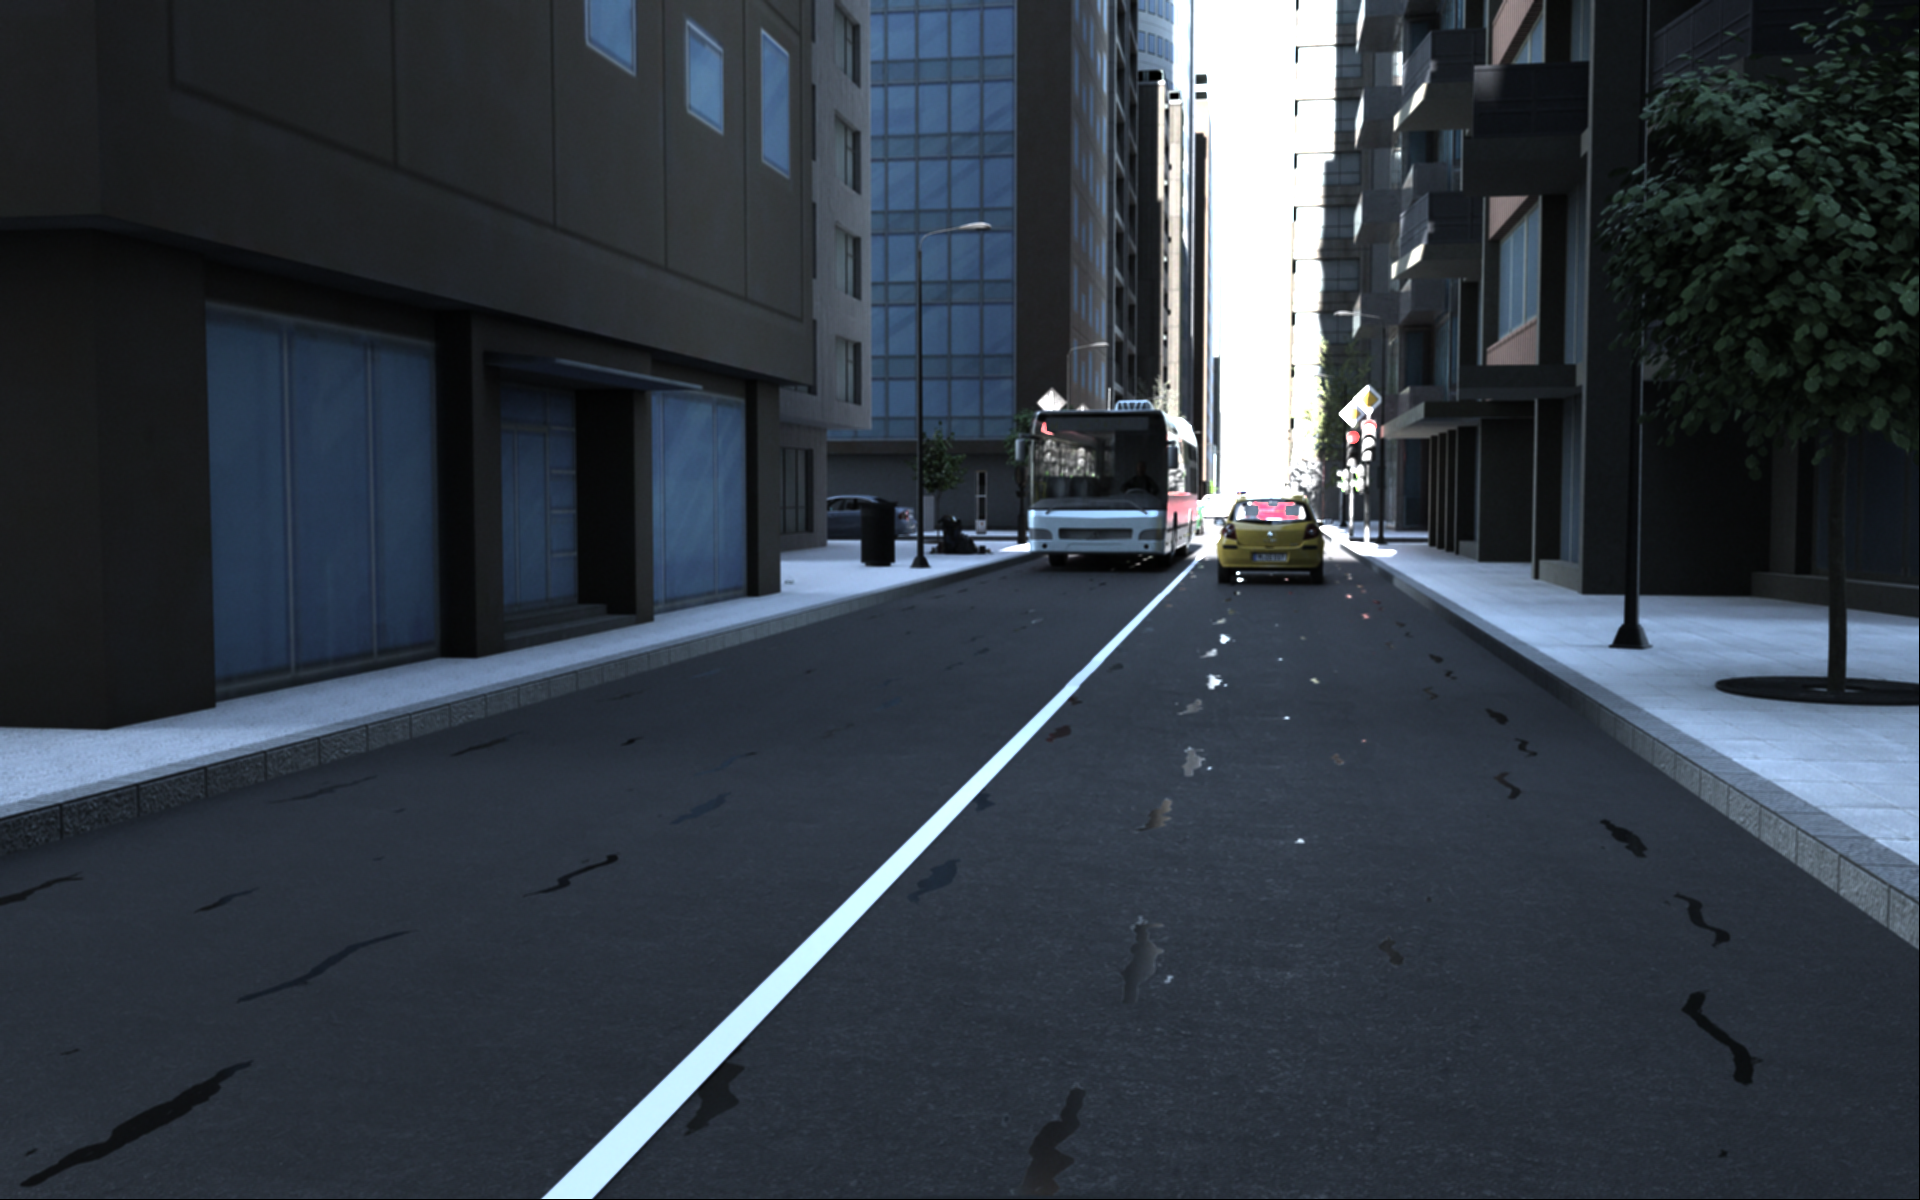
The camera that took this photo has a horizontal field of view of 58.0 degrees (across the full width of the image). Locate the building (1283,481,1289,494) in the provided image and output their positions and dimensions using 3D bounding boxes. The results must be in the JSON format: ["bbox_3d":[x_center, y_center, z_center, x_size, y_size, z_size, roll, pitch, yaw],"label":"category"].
[{"bbox_3d":[64.336,-34.397,254.278,32.217,40.220,23.993,1,4,10],"label":"building"}]

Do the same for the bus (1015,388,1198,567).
[{"bbox_3d":[3.510,-2.586,37.147,2.948,3.499,13.247,1,4,10],"label":"bus"}]

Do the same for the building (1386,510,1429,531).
[{"bbox_3d":[29.576,-26.968,60.530,30.456,49.044,23.786,1,4,10],"label":"building"}]

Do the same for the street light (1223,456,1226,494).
[{"bbox_3d":[31.371,-14.570,210.767,1.470,5.913,1.316,1,4,10],"label":"street light"}]

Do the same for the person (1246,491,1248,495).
[{"bbox_3d":[42.056,-14.975,253.276,0.705,1.831,1.348,3,4,38],"label":"person"}]

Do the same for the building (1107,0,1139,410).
[{"bbox_3d":[1.091,-39.925,91.025,20.563,71.187,20.611,1,4,10],"label":"building"}]

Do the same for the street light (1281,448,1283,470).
[{"bbox_3d":[27.603,-10.457,143.518,1.470,5.913,1.316,1,4,10],"label":"street light"}]

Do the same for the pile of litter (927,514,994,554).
[{"bbox_3d":[-0.080,-1.431,37.364,1.176,0.858,1.719,-3,5,-45],"label":"pile of litter"}]

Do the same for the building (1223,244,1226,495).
[{"bbox_3d":[35.030,-36.272,276.642,14.154,41.232,14.086,1,4,10],"label":"building"}]

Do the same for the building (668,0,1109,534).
[{"bbox_3d":[-1.799,-25.472,66.577,14.600,45.320,14.200,1,4,10],"label":"building"}]

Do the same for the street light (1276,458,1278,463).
[{"bbox_3d":[37.806,-14.013,201.655,1.470,5.913,1.316,1,4,10],"label":"street light"}]

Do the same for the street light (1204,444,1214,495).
[{"bbox_3d":[22.395,-11.430,159.423,1.470,5.913,1.316,1,4,10],"label":"street light"}]

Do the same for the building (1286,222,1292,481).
[{"bbox_3d":[58.951,-38.195,274.596,14.600,45.320,14.200,1,4,10],"label":"building"}]

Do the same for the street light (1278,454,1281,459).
[{"bbox_3d":[32.683,-12.236,172.595,1.470,5.913,1.316,1,4,10],"label":"street light"}]

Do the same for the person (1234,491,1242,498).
[{"bbox_3d":[34.905,-12.707,216.276,1.348,1.821,0.705,1,4,21],"label":"person"}]

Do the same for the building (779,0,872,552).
[{"bbox_3d":[-9.692,-21.747,39.164,14.086,41.232,14.154,1,4,10],"label":"building"}]

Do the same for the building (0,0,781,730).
[{"bbox_3d":[-9.944,-22.363,15.750,14.600,45.320,14.200,1,4,10],"label":"building"}]

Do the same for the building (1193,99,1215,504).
[{"bbox_3d":[20.960,-33.268,194.038,14.600,45.320,14.200,1,4,10],"label":"building"}]

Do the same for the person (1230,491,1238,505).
[{"bbox_3d":[35.515,-13.177,223.952,1.348,1.824,0.705,2,4,33],"label":"person"}]

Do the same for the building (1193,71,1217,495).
[{"bbox_3d":[24.659,-56.688,239.518,22.319,86.520,31.000,1,4,10],"label":"building"}]

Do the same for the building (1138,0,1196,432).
[{"bbox_3d":[8.205,-36.724,142.435,21.231,58.520,28.212,1,4,10],"label":"building"}]

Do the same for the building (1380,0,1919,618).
[{"bbox_3d":[18.846,-22.792,27.282,22.147,44.769,28.867,1,4,10],"label":"building"}]

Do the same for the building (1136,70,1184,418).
[{"bbox_3d":[8.005,-21.277,119.577,14.160,30.474,14.107,1,4,10],"label":"building"}]

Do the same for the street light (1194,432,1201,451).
[{"bbox_3d":[17.243,-9.582,129.204,1.470,5.913,1.316,1,4,10],"label":"street light"}]

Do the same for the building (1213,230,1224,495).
[{"bbox_3d":[32.071,-35.404,262.451,14.154,41.232,14.086,1,4,10],"label":"building"}]

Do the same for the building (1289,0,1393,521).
[{"bbox_3d":[24.155,-24.763,88.463,14.154,41.232,14.086,1,4,10],"label":"building"}]

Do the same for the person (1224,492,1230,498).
[{"bbox_3d":[31.152,-11.781,201.917,0.742,1.727,0.445,0,4,-4],"label":"person"}]

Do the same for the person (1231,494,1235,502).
[{"bbox_3d":[36.559,-13.443,231.489,0.799,1.438,0.628,-1,4,-19],"label":"person"}]

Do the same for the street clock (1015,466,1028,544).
[{"bbox_3d":[1.590,-2.436,44.397,0.358,2.002,0.471,-1,4,-18],"label":"street clock"}]

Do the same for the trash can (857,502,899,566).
[{"bbox_3d":[-1.464,-1.177,30.890,0.748,1.137,0.748,0,3,0],"label":"trash can"}]

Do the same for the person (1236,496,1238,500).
[{"bbox_3d":[36.798,-13.356,230.062,0.799,1.438,0.628,2,4,29],"label":"person"}]
